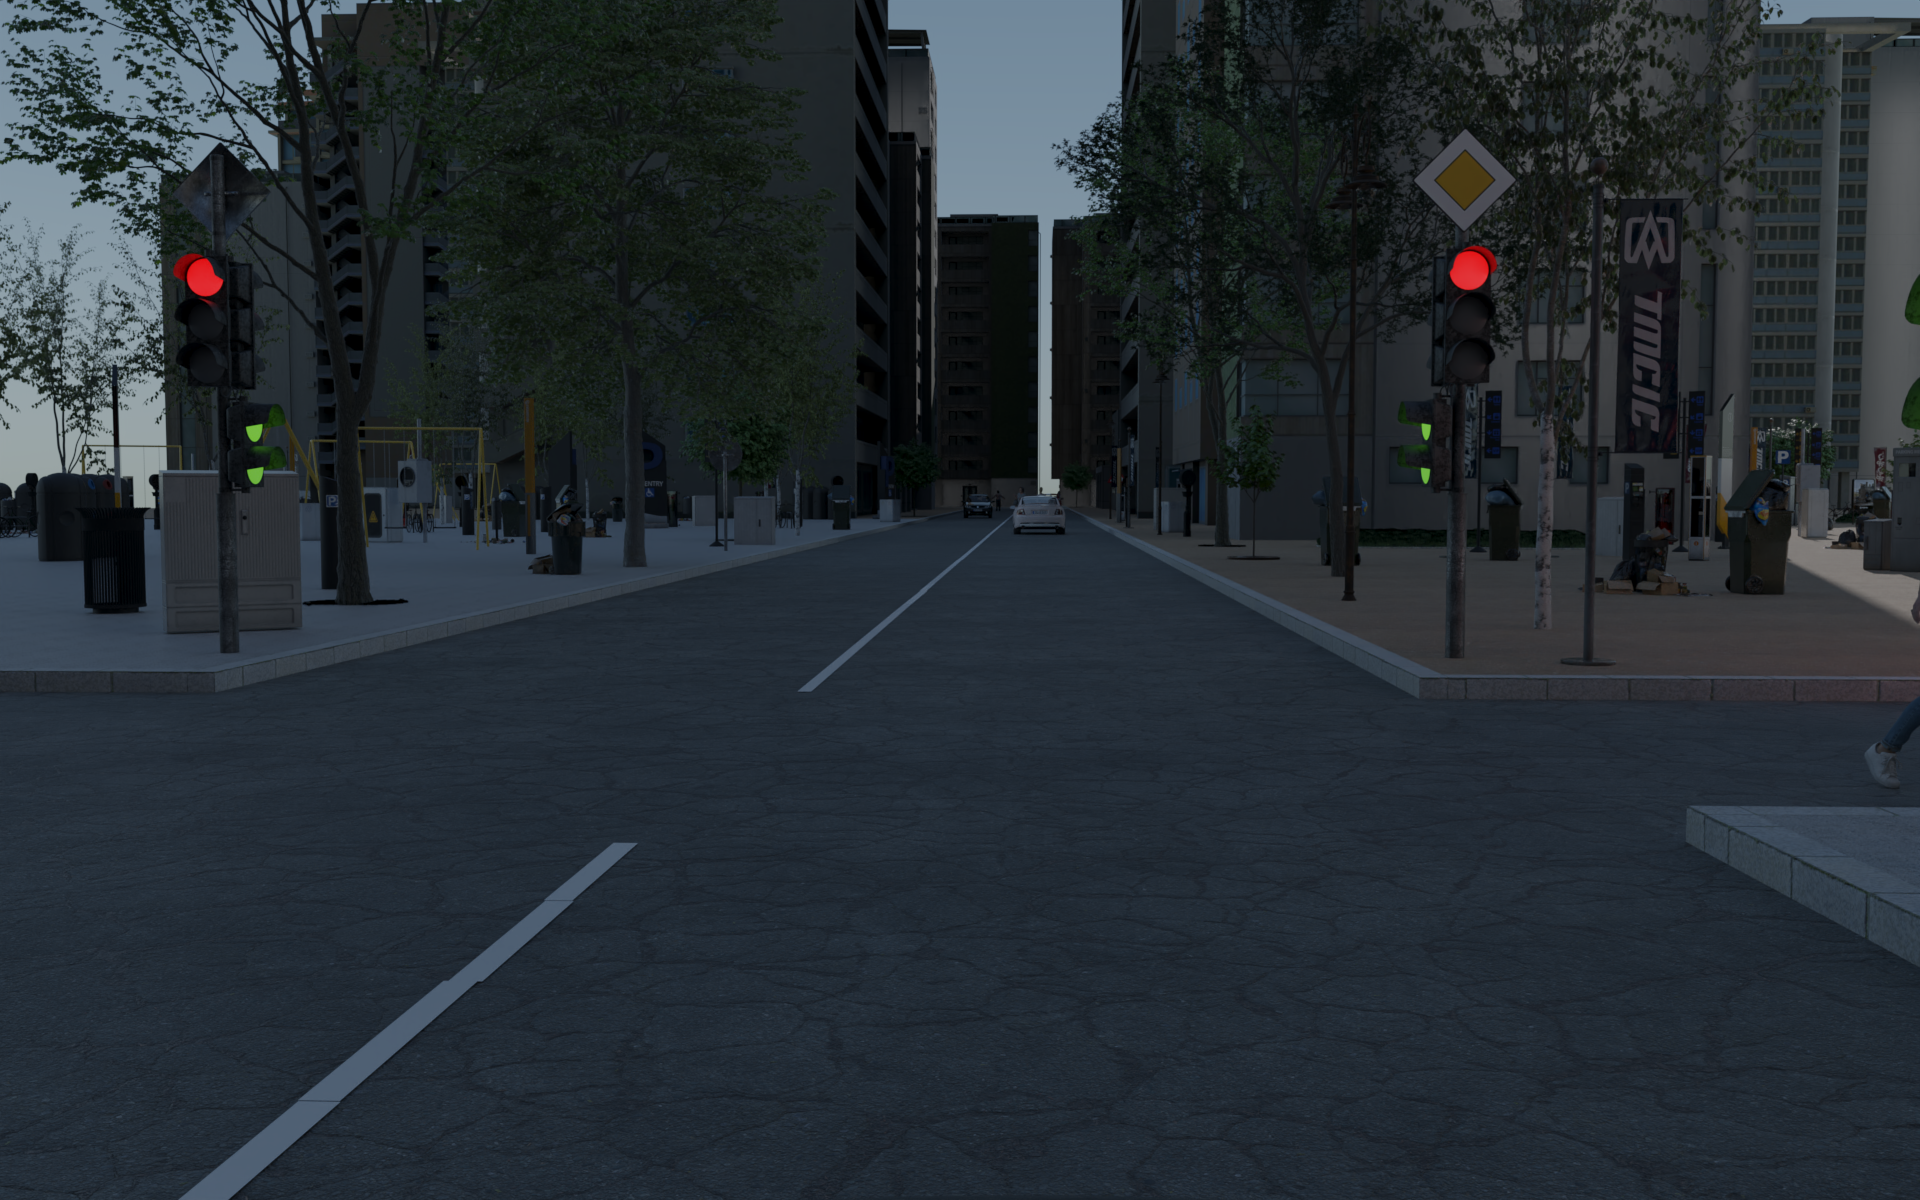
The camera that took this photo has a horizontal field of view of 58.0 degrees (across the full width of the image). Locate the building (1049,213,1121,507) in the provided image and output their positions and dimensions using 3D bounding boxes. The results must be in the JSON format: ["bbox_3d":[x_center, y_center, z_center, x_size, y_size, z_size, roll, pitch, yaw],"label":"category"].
[{"bbox_3d":[16.467,-25.016,180.708,14.107,30.474,14.160,0,4,3],"label":"building"}]

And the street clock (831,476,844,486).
[{"bbox_3d":[-4.809,-3.872,67.869,0.471,2.002,0.358,-2,4,-25],"label":"street clock"}]

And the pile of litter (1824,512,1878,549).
[{"bbox_3d":[21.142,-1.613,40.335,1.719,0.858,1.176,3,5,40],"label":"pile of litter"}]

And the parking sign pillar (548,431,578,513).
[{"bbox_3d":[-17.098,-5.264,74.534,1.447,3.967,1.447,2,4,32],"label":"parking sign pillar"}]

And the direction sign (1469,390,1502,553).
[{"bbox_3d":[11.416,-2.817,38.047,0.876,3.537,0.379,1,4,19],"label":"direction sign"}]

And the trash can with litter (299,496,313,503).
[{"bbox_3d":[-26.285,-3.511,68.467,2.233,1.210,1.678,-3,5,-43],"label":"trash can with litter"}]

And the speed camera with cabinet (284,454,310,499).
[{"bbox_3d":[-32.946,-5.597,85.845,2.038,3.252,0.660,3,5,43],"label":"speed camera with cabinet"}]

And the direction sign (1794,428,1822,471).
[{"bbox_3d":[29.124,-4.131,59.537,0.379,3.537,0.876,-3,5,-45],"label":"direction sign"}]

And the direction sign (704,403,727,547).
[{"bbox_3d":[-5.949,-3.075,42.266,0.379,3.537,0.876,-3,5,-45],"label":"direction sign"}]

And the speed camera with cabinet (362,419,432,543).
[{"bbox_3d":[-14.902,-3.144,45.739,2.038,3.252,0.660,2,4,28],"label":"speed camera with cabinet"}]

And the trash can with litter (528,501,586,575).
[{"bbox_3d":[-6.485,-0.996,27.669,1.055,1.170,0.624,2,4,33],"label":"trash can with litter"}]

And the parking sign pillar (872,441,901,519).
[{"bbox_3d":[-3.773,-6.134,88.755,1.447,3.967,1.447,1,4,21],"label":"parking sign pillar"}]

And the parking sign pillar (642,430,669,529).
[{"bbox_3d":[-11.677,-4.678,64.962,1.447,3.967,1.447,-1,4,-17],"label":"parking sign pillar"}]

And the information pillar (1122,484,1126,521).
[{"bbox_3d":[7.719,-4.766,82.413,0.304,2.012,0.304,1,4,13],"label":"information pillar"}]

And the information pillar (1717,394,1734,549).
[{"bbox_3d":[17.827,-2.996,40.335,0.504,3.616,0.183,-3,4,-37],"label":"information pillar"}]

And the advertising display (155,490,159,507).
[{"bbox_3d":[-35.379,-4.407,77.261,0.974,1.923,0.123,-2,4,-29],"label":"advertising display"}]

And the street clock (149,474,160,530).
[{"bbox_3d":[-28.884,-3.531,62.297,0.358,2.002,0.471,2,4,34],"label":"street clock"}]

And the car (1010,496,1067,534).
[{"bbox_3d":[2.856,-3.090,62.890,2.083,1.381,4.827,0,4,1],"label":"car"}]

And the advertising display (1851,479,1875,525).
[{"bbox_3d":[37.979,-4.137,72.850,0.974,1.923,0.123,0,4,-7],"label":"advertising display"}]

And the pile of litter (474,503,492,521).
[{"bbox_3d":[-22.272,-4.111,81.182,1.719,0.858,1.176,2,4,30],"label":"pile of litter"}]

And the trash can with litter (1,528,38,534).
[{"bbox_3d":[-30.438,-2.744,55.928,2.233,1.210,1.678,0,4,7],"label":"trash can with litter"}]

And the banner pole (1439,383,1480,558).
[{"bbox_3d":[10.025,-2.733,34.708,0.401,3.779,0.863,-3,4,-37],"label":"banner pole"}]

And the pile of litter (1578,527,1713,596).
[{"bbox_3d":[8.826,-0.514,22.365,1.176,0.858,1.719,-1,4,-22],"label":"pile of litter"}]

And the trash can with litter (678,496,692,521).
[{"bbox_3d":[-12.704,-4.352,82.218,2.233,1.210,1.678,2,4,30],"label":"trash can with litter"}]

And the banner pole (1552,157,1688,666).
[{"bbox_3d":[4.981,-1.404,12.977,0.863,3.779,0.401,0,4,2],"label":"banner pole"}]

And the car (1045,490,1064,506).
[{"bbox_3d":[7.534,-8.235,143.686,2.155,1.783,4.494,0,4,4],"label":"car"}]

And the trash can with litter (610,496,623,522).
[{"bbox_3d":[-15.900,-4.197,80.013,0.624,1.170,1.055,-1,4,-17],"label":"trash can with litter"}]

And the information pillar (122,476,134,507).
[{"bbox_3d":[-33.877,-4.042,70.570,0.304,2.012,0.304,2,4,34],"label":"information pillar"}]

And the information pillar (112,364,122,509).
[{"bbox_3d":[-15.148,-2.433,31.128,0.183,3.616,0.504,-2,4,-24],"label":"information pillar"}]

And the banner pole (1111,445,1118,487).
[{"bbox_3d":[7.087,-5.402,78.343,0.401,3.779,0.863,3,5,43],"label":"banner pole"}]

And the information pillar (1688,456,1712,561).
[{"bbox_3d":[14.194,-1.757,33.215,0.304,2.012,0.304,3,5,44],"label":"information pillar"}]

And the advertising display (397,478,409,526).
[{"bbox_3d":[-22.287,-3.919,69.287,0.123,1.923,0.974,0,4,2],"label":"advertising display"}]

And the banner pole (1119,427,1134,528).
[{"bbox_3d":[6.382,-4.568,64.704,0.401,3.779,0.863,-1,4,-12],"label":"banner pole"}]

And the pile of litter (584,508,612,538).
[{"bbox_3d":[-10.949,-2.296,51.512,1.176,0.858,1.719,0,4,-8],"label":"pile of litter"}]

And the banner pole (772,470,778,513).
[{"bbox_3d":[-9.340,-5.960,87.460,0.401,3.779,0.863,1,4,18],"label":"banner pole"}]

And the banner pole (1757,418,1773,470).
[{"bbox_3d":[26.636,-4.123,57.421,0.863,3.779,0.401,-1,4,-9],"label":"banner pole"}]

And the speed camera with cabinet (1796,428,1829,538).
[{"bbox_3d":[25.404,-3.502,51.601,0.660,3.252,2.038,1,4,17],"label":"speed camera with cabinet"}]

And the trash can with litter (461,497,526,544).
[{"bbox_3d":[-12.247,-2.097,45.338,1.678,1.210,2.233,-1,4,-14],"label":"trash can with litter"}]

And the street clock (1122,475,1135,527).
[{"bbox_3d":[6.543,-3.840,67.362,0.471,2.002,0.358,0,4,8],"label":"street clock"}]

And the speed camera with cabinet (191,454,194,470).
[{"bbox_3d":[-36.970,-5.562,85.282,2.038,3.252,0.660,-1,4,-12],"label":"speed camera with cabinet"}]

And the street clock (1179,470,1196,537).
[{"bbox_3d":[6.822,-2.899,51.970,0.471,2.002,0.358,-1,4,-14],"label":"street clock"}]

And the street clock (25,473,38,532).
[{"bbox_3d":[-31.542,-3.323,58.904,0.358,2.002,0.471,0,4,-4],"label":"street clock"}]

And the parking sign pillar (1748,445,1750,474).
[{"bbox_3d":[35.126,-5.454,77.646,1.447,3.967,1.447,0,4,-4],"label":"parking sign pillar"}]

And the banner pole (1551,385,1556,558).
[{"bbox_3d":[12.151,-2.759,35.123,0.863,3.779,0.401,-2,4,-29],"label":"banner pole"}]

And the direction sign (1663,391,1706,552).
[{"bbox_3d":[15.981,-2.831,38.284,0.876,3.537,0.379,3,5,43],"label":"direction sign"}]

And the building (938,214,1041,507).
[{"bbox_3d":[1.364,-25.062,181.470,14.107,30.474,14.160,0,4,3],"label":"building"}]

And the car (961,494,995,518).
[{"bbox_3d":[1.090,-5.758,103.936,2.009,1.686,4.222,0,4,1],"label":"car"}]

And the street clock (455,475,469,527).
[{"bbox_3d":[-19.330,-3.833,67.241,0.471,2.002,0.358,0,4,5],"label":"street clock"}]

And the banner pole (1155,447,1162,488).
[{"bbox_3d":[9.311,-5.570,81.082,0.401,3.779,0.863,2,4,30],"label":"banner pole"}]

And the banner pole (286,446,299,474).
[{"bbox_3d":[-34.882,-6.141,90.427,0.863,3.779,0.401,1,4,10],"label":"banner pole"}]
